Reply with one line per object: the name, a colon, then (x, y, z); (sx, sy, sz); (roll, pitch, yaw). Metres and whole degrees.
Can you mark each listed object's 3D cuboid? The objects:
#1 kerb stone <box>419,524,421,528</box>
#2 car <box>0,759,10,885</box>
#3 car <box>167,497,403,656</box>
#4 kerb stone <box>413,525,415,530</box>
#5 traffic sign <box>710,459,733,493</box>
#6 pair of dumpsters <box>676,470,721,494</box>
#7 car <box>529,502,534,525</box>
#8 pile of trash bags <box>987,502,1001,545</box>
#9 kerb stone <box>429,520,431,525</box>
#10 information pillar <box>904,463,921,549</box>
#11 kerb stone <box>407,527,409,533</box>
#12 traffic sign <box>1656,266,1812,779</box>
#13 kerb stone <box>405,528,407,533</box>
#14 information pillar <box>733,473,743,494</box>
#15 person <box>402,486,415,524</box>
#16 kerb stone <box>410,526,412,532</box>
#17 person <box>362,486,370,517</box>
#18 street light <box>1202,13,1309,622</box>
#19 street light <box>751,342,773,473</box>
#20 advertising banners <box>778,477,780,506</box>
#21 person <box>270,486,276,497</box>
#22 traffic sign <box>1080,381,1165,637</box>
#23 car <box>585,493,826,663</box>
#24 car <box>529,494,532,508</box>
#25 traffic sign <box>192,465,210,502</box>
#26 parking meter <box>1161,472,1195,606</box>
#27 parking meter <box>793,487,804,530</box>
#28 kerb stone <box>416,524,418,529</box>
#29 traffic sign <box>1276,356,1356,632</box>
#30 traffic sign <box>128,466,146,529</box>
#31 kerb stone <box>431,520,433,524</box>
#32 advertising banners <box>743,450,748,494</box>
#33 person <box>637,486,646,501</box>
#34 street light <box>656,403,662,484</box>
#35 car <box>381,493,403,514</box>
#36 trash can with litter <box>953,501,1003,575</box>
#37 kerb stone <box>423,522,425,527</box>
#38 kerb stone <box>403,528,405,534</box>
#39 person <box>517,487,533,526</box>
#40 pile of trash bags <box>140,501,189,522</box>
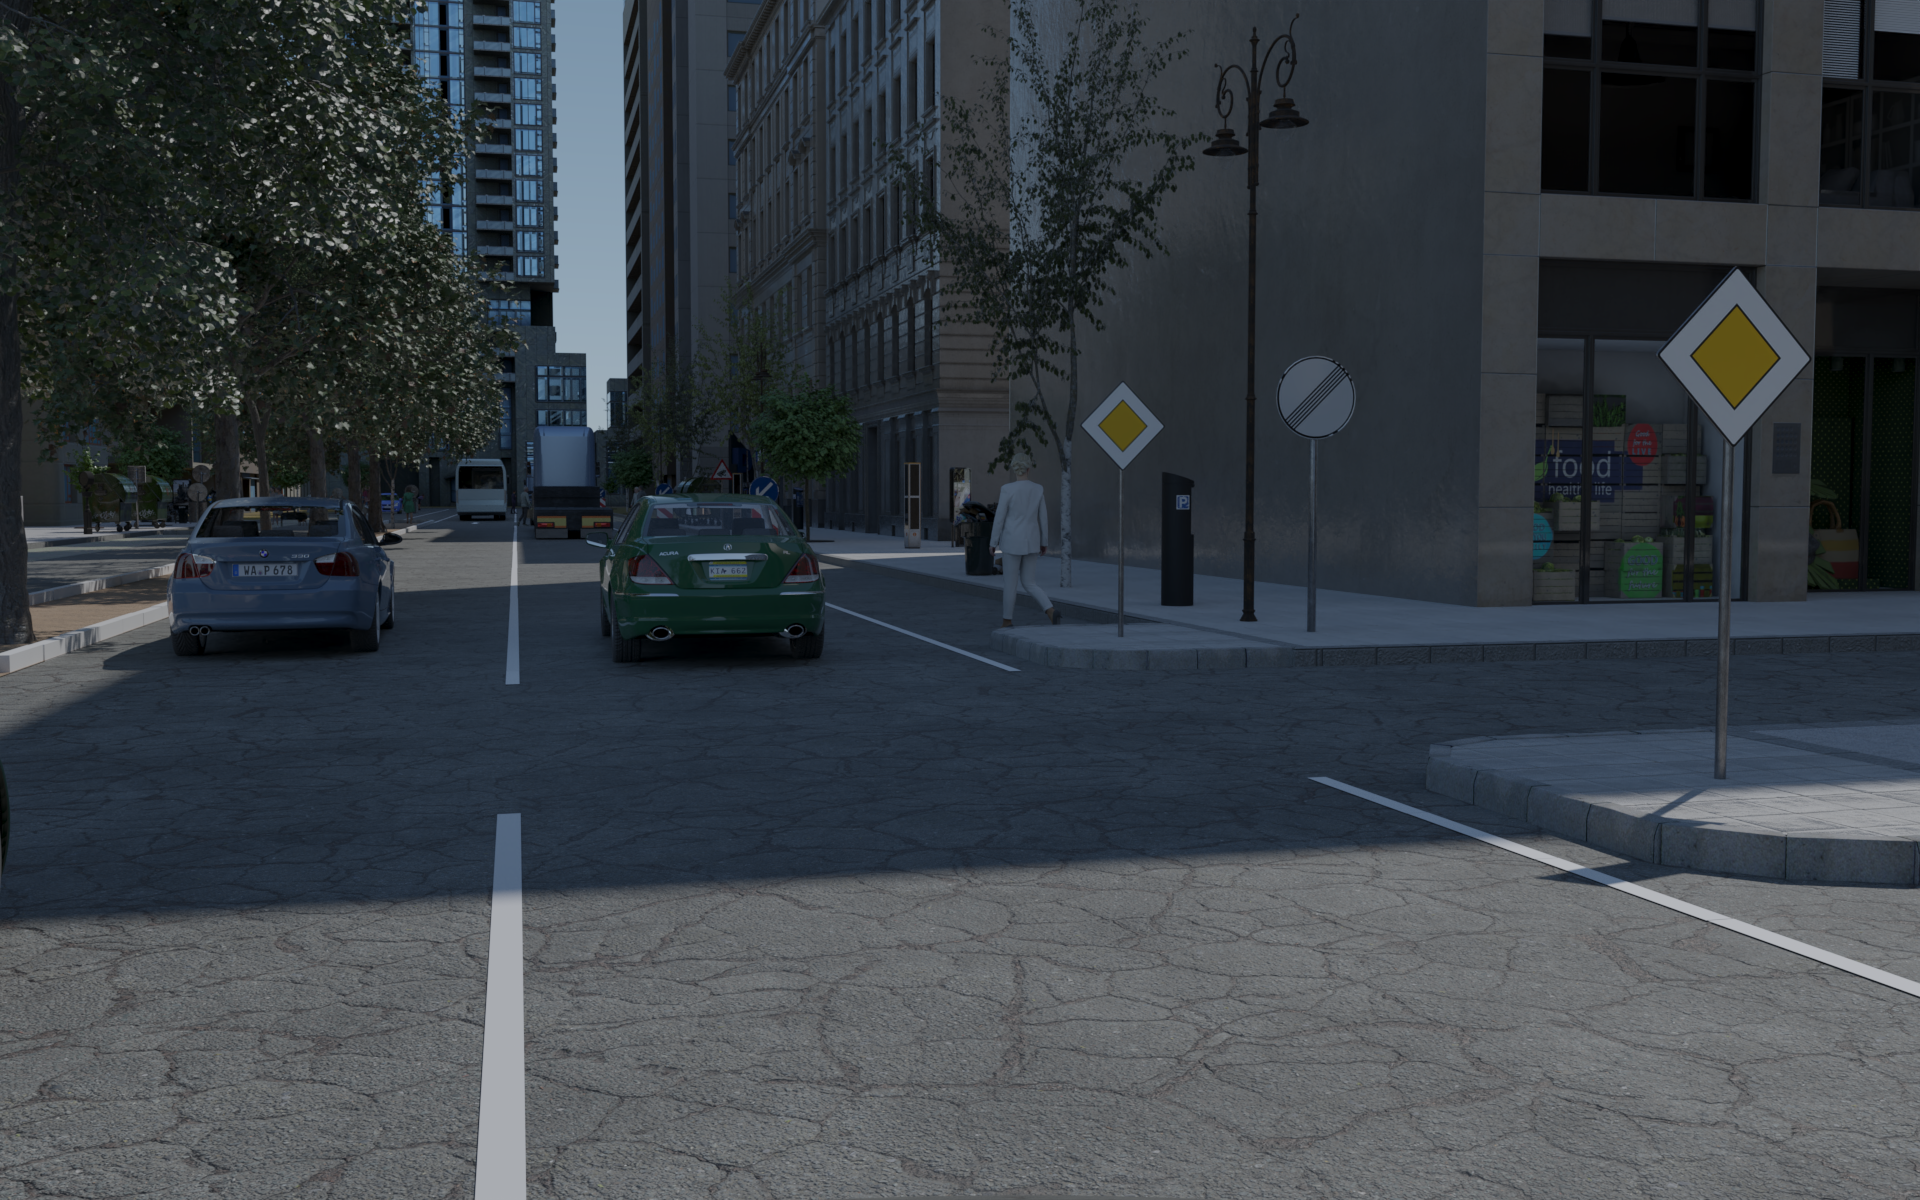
kerb stone: (-22.279, -2.979, 70.907); (0.120, 0.150, 1.000); (-1, 4, -14)
car: (-3.465, 0.372, 3.703); (2.009, 1.686, 4.222); (-1, 4, -13)
car: (-6.471, -0.292, 16.776); (2.014, 1.417, 4.499); (-1, 4, -15)
kerb stone: (-21.262, -2.735, 66.938); (0.120, 0.150, 1.000); (-1, 4, -14)
traffic sign: (-8.794, -3.919, 64.075); (0.884, 2.594, 0.081); (-1, 4, -12)
pair of dumpsters: (-10.681, -4.203, 71.213); (1.574, 2.255, 4.437); (-1, 4, -14)
car: (-19.086, -4.209, 80.617); (2.131, 1.459, 4.920); (-1, 4, -14)
pile of trash bags: (1.615, -2.139, 44.731); (1.912, 1.369, 3.447); (1, 4, 17)
kerb stone: (-24.317, -3.467, 78.876); (0.120, 0.150, 1.000); (-1, 4, -14)
information pillar: (-1.120, -2.214, 40.688); (0.304, 2.012, 0.304); (-2, 4, -23)
kerb stone: (-20.240, -2.494, 62.978); (0.120, 0.150, 1.000); (-1, 4, -14)
traffic sign: (3.423, -0.251, 7.742); (0.795, 2.450, 0.064); (-1, 4, -14)
kerb stone: (-19.983, -2.434, 61.986); (0.120, 0.150, 1.000); (-1, 4, -14)
information pillar: (-7.819, -3.457, 61.019); (0.304, 2.012, 0.304); (0, 4, 6)
person: (-26.376, -4.534, 82.880); (0.600, 1.795, 0.529); (-2, 4, -28)
kerb stone: (-20.751, -2.615, 64.958); (0.120, 0.150, 1.000); (-1, 4, -14)
person: (-27.210, -4.341, 79.442); (0.573, 1.828, 0.580); (1, 4, 14)
street light: (2.912, -2.723, 17.301); (0.468, 5.910, 1.993); (-1, 4, -14)
street light: (-6.047, -4.898, 52.875); (0.468, 5.910, 1.993); (-1, 4, -14)
advertising banners: (-5.647, -3.530, 53.899); (0.090, 3.025, 2.074); (0, 4, -5)
person: (-31.572, -4.314, 79.373); (0.599, 1.781, 0.374); (0, 4, -2)
traffic sign: (1.440, -0.724, 15.478); (0.795, 2.450, 0.064); (-1, 4, -14)
car: (-2.421, -0.276, 16.315); (2.131, 1.459, 4.920); (-1, 4, -13)
car: (-33.610, -7.659, 137.225); (2.014, 1.417, 4.499); (-1, 4, -14)
traffic sign: (-32.921, -4.592, 75.188); (0.768, 2.556, 0.104); (-1, 4, -8)
parking meter: (2.502, -0.703, 19.908); (0.372, 1.533, 0.369); (0, 3, 0)
parking meter: (-5.844, -3.315, 62.604); (0.372, 1.533, 0.369); (0, 3, 0)
kerb stone: (-21.766, -2.858, 68.921); (0.120, 0.150, 1.000); (-1, 4, -14)
traffic sign: (3.273, -0.976, 16.056); (0.768, 2.556, 0.104); (-1, 4, -9)
traffic sign: (-29.895, -3.718, 62.914); (0.606, 2.300, 0.079); (0, 4, -7)
kerb stone: (-24.825, -3.588, 80.861); (0.120, 0.150, 1.000); (-1, 4, -14)
advertising banners: (-8.495, -4.434, 68.686); (0.090, 3.025, 2.074); (0, 4, -1)
person: (-14.379, -4.248, 78.060); (0.767, 1.812, 0.694); (1, 4, 21)
street light: (-15.257, -7.070, 88.385); (0.468, 5.910, 1.993); (-1, 4, -14)
car: (-41.328, -7.078, 125.314); (1.945, 1.707, 3.694); (-1, 4, -15)
trash can with litter: (0.454, -0.987, 27.530); (1.055, 1.170, 0.624); (-3, 5, -42)
kerb stone: (-23.040, -3.160, 73.900); (0.120, 0.150, 1.000); (-1, 4, -14)
kerb stone: (-19.727, -2.373, 60.988); (0.120, 0.150, 1.000); (-1, 4, -14)
person: (-19.403, -4.181, 77.339); (0.782, 1.767, 0.515); (3, 5, 42)
pile of trash bags: (-36.972, -4.244, 79.141); (3.447, 1.369, 1.912); (1, 4, 10)
